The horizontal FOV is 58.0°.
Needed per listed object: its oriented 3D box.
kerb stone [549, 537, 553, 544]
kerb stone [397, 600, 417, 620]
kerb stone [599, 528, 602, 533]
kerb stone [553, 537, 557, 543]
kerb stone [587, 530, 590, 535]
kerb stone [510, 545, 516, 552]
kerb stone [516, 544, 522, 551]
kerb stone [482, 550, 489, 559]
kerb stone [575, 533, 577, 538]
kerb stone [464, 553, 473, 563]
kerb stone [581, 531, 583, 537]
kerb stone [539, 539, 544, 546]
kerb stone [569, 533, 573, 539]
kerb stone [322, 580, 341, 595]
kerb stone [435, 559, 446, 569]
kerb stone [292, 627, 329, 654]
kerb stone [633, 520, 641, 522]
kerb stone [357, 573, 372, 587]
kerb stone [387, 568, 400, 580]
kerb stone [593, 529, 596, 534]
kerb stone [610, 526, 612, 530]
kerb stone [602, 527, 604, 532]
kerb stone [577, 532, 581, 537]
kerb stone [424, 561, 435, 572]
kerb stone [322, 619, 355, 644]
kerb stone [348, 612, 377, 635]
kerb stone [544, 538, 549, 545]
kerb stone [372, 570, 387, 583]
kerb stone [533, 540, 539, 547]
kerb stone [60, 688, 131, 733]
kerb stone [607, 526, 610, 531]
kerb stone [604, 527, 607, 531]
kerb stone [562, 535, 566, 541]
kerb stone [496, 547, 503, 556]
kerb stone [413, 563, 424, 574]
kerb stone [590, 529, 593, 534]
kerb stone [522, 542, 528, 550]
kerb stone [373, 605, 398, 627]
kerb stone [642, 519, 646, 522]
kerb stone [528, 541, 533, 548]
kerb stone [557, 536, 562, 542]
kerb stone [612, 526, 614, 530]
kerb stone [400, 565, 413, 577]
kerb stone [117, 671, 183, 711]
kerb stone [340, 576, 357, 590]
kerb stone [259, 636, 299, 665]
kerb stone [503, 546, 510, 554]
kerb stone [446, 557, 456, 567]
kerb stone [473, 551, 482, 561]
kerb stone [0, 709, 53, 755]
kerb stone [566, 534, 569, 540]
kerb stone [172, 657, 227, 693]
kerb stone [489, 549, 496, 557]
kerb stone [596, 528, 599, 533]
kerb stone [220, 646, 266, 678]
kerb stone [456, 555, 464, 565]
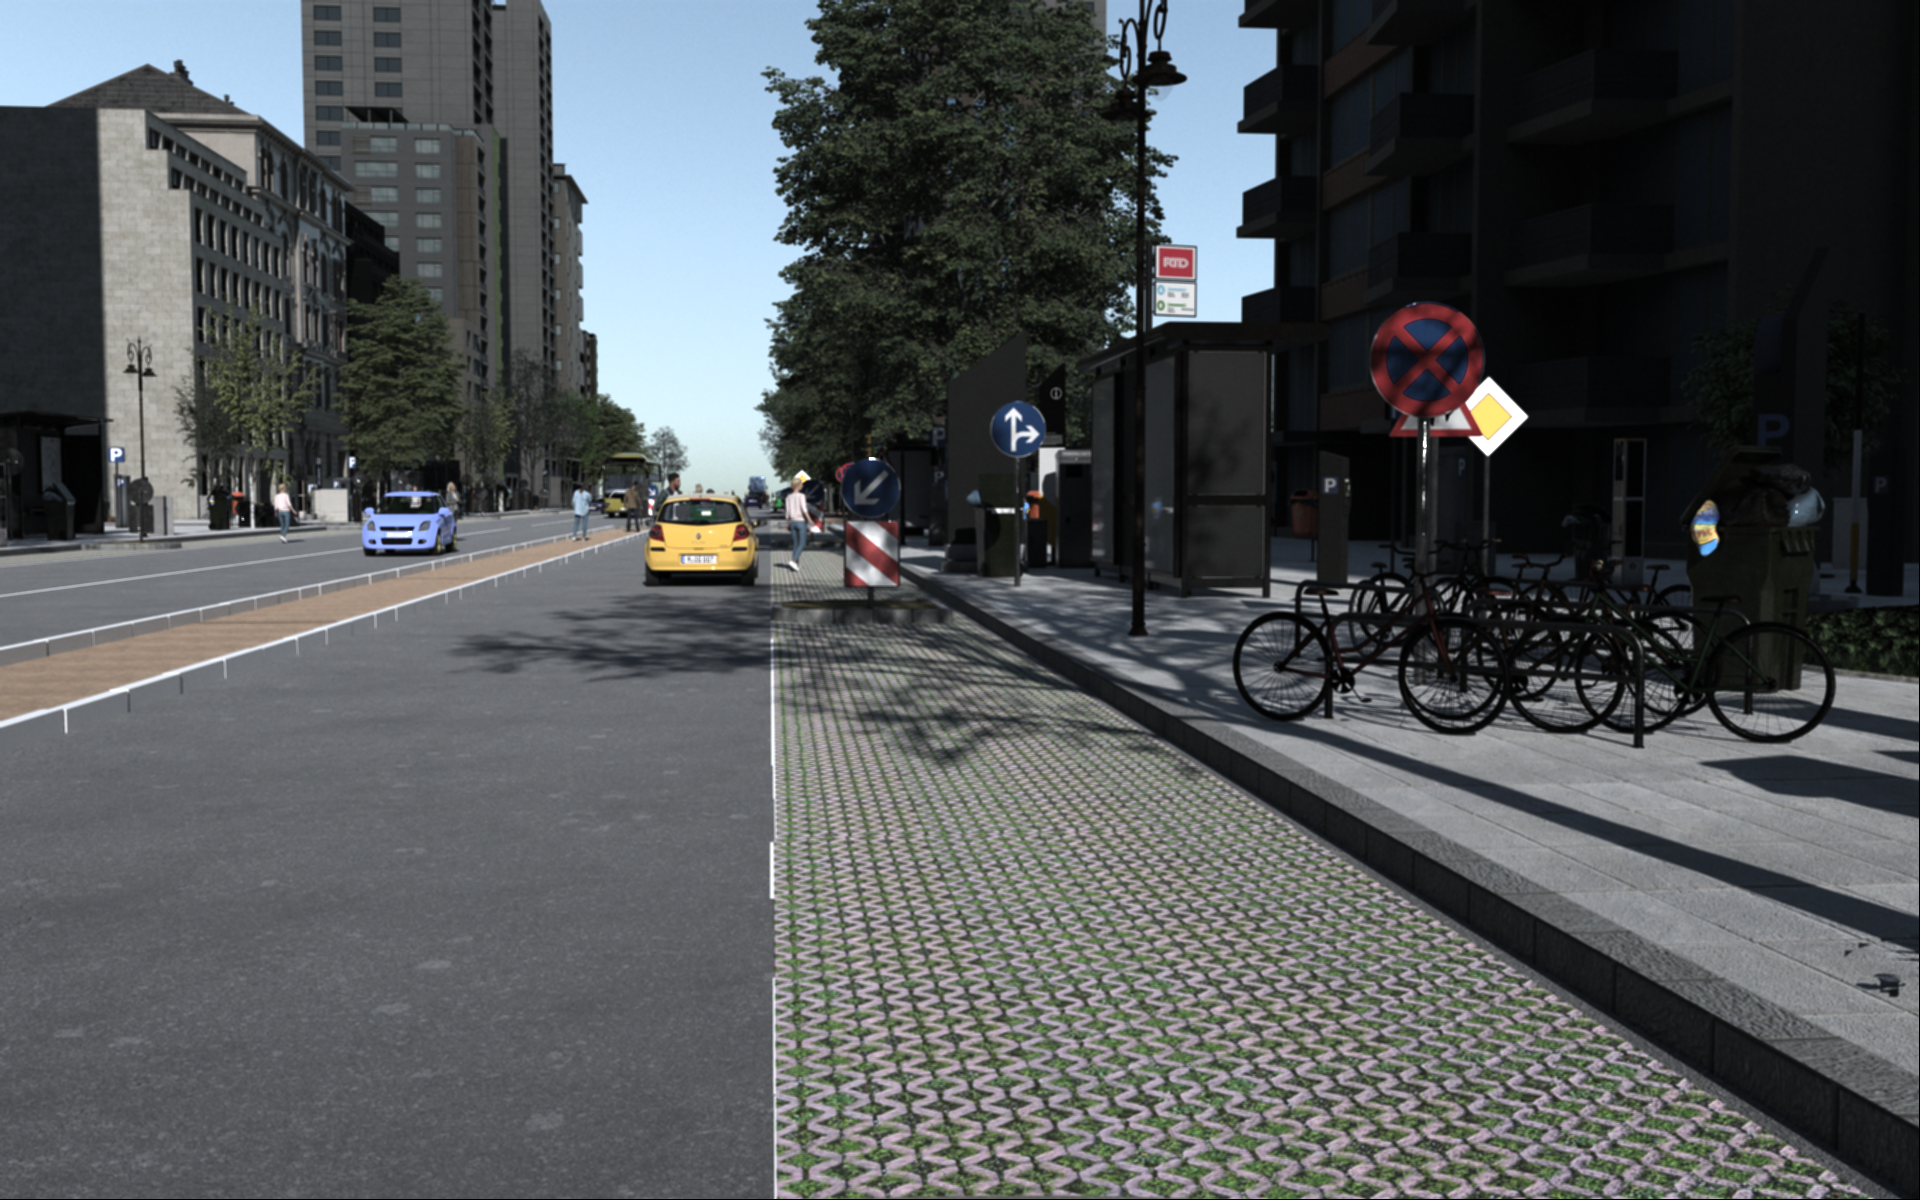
[{"bbox_3d":[-11.800,-1.662,49.365,0.120,0.150,1.000,0,4,-6],"label":"kerb stone"},{"bbox_3d":[-6.474,0.132,20.040,0.120,0.150,1.000,0,4,-6],"label":"kerb stone"},{"bbox_3d":[-13.354,-2.536,63.656,0.120,0.150,1.000,0,4,-6],"label":"kerb stone"},{"bbox_3d":[-11.917,-1.724,50.381,0.120,0.150,1.000,0,4,-6],"label":"kerb stone"},{"bbox_3d":[-12.918,-2.285,59.561,0.120,0.150,1.000,0,4,-6],"label":"kerb stone"},{"bbox_3d":[-11.022,-1.225,42.218,0.120,0.150,1.000,0,4,-6],"label":"kerb stone"},{"bbox_3d":[-11.124,-1.286,43.238,0.120,0.150,1.000,0,4,-6],"label":"kerb stone"},{"bbox_3d":[-10.568,-0.974,38.133,0.120,0.150,1.000,0,4,-6],"label":"kerb stone"},{"bbox_3d":[-12.469,-2.031,55.483,0.120,0.150,1.000,0,4,-6],"label":"kerb stone"},{"bbox_3d":[-10.349,-0.850,36.090,0.120,0.150,1.000,0,4,-6],"label":"kerb stone"},{"bbox_3d":[-12.690,-2.160,57.519,0.120,0.150,1.000,0,4,-6],"label":"kerb stone"},{"bbox_3d":[-11.572,-1.538,47.334,0.120,0.150,1.000,0,4,-6],"label":"kerb stone"},{"bbox_3d":[-12.346,-1.970,54.448,0.120,0.150,1.000,0,4,-6],"label":"kerb stone"},{"bbox_3d":[-9.115,-0.163,24.862,0.120,0.150,1.000,0,4,-6],"label":"kerb stone"},{"bbox_3d":[-10.010,-0.663,33.036,0.120,0.150,1.000,0,4,-6],"label":"kerb stone"},{"bbox_3d":[-6.035,0.383,15.966,0.120,0.150,1.000,0,4,-6],"label":"kerb stone"},{"bbox_3d":[-15.531,-3.748,83.499,0.120,0.150,1.000,0,4,-6],"label":"kerb stone"},{"bbox_3d":[-9.347,-0.285,26.896,0.120,0.150,1.000,0,4,-6],"label":"kerb stone"},{"bbox_3d":[-9.569,-0.410,28.940,0.120,0.150,1.000,0,4,-6],"label":"kerb stone"},{"bbox_3d":[-13.144,-2.411,61.613,0.120,0.150,1.000,0,4,-6],"label":"kerb stone"},{"bbox_3d":[-13.808,-2.785,67.724,0.120,0.150,1.000,0,4,-6],"label":"kerb stone"},{"bbox_3d":[-13.480,-2.598,64.670,0.120,0.150,1.000,0,4,-6],"label":"kerb stone"},{"bbox_3d":[-12.579,-2.098,56.500,0.120,0.150,1.000,0,4,-6],"label":"kerb stone"},{"bbox_3d":[-9.906,-0.600,32.002,0.120,0.150,1.000,0,4,-6],"label":"kerb stone"},{"bbox_3d":[-6.144,0.319,16.986,0.120,0.150,1.000,0,4,-6],"label":"kerb stone"},{"bbox_3d":[-6.259,0.257,18.002,0.120,0.150,1.000,0,4,-6],"label":"kerb stone"},{"bbox_3d":[-11.683,-1.599,48.350,0.120,0.150,1.000,0,4,-6],"label":"kerb stone"},{"bbox_3d":[-9.449,-0.350,27.914,0.120,0.150,1.000,0,4,-6],"label":"kerb stone"},{"bbox_3d":[-11.459,-1.475,46.318,0.120,0.150,1.000,0,4,-6],"label":"kerb stone"},{"bbox_3d":[-5.467,0.701,10.867,0.120,0.150,1.000,0,4,-6],"label":"kerb stone"},{"bbox_3d":[-13.699,-2.719,66.704,0.120,0.150,1.000,0,4,-6],"label":"kerb stone"},{"bbox_3d":[-13.588,-2.660,65.688,0.120,0.150,1.000,0,4,-6],"label":"kerb stone"},{"bbox_3d":[-12.135,-1.848,52.414,0.120,0.150,1.000,0,4,-6],"label":"kerb stone"},{"bbox_3d":[-10.796,-1.099,40.172,0.120,0.150,1.000,0,4,-6],"label":"kerb stone"},{"bbox_3d":[-9.791,-0.537,30.983,0.120,0.150,1.000,0,4,-6],"label":"kerb stone"},{"bbox_3d":[-13.028,-2.348,60.586,0.120,0.150,1.000,0,4,-6],"label":"kerb stone"},{"bbox_3d":[-11.241,-1.343,44.254,0.120,0.150,1.000,0,4,-6],"label":"kerb stone"},{"bbox_3d":[-6.367,0.196,19.023,0.120,0.150,1.000,0,4,-6],"label":"kerb stone"},{"bbox_3d":[-15.860,-3.936,86.551,0.120,0.150,1.000,0,4,-6],"label":"kerb stone"},{"bbox_3d":[-11.349,-1.412,45.285,0.120,0.150,1.000,0,4,-6],"label":"kerb stone"},{"bbox_3d":[-12.019,-1.786,51.398,0.120,0.150,1.000,0,4,-6],"label":"kerb stone"},{"bbox_3d":[-13.916,-2.845,68.747,0.120,0.150,1.000,0,4,-6],"label":"kerb stone"},{"bbox_3d":[-9.674,-0.475,29.966,0.120,0.150,1.000,0,4,-6],"label":"kerb stone"},{"bbox_3d":[-5.583,0.634,11.887,0.120,0.150,1.000,0,4,-6],"label":"kerb stone"},{"bbox_3d":[-9.232,-0.225,25.880,0.120,0.150,1.000,0,4,-6],"label":"kerb stone"},{"bbox_3d":[-5.924,0.449,14.938,0.120,0.150,1.000,0,4,-6],"label":"kerb stone"},{"bbox_3d":[-10.908,-1.159,41.202,0.120,0.150,1.000,0,4,-6],"label":"kerb stone"},{"bbox_3d":[-10.119,-0.723,34.058,0.120,0.150,1.000,0,4,-6],"label":"kerb stone"},{"bbox_3d":[-10.451,-0.911,37.112,0.120,0.150,1.000,0,4,-6],"label":"kerb stone"},{"bbox_3d":[-5.363,0.755,9.849,0.120,0.150,1.000,0,4,-6],"label":"kerb stone"},{"bbox_3d":[-12.246,-1.910,53.431,0.120,0.150,1.000,0,4,-6],"label":"kerb stone"},{"bbox_3d":[-5.703,0.569,12.902,0.120,0.150,1.000,0,4,-6],"label":"kerb stone"},{"bbox_3d":[-10.686,-1.037,39.156,0.120,0.150,1.000,0,4,-6],"label":"kerb stone"},{"bbox_3d":[-13.248,-2.473,62.631,0.120,0.150,1.000,0,4,-6],"label":"kerb stone"},{"bbox_3d":[-5.811,0.506,13.921,0.120,0.150,1.000,0,4,-6],"label":"kerb stone"},{"bbox_3d":[-10.240,-0.788,35.074,0.120,0.150,1.000,0,4,-6],"label":"kerb stone"}]
